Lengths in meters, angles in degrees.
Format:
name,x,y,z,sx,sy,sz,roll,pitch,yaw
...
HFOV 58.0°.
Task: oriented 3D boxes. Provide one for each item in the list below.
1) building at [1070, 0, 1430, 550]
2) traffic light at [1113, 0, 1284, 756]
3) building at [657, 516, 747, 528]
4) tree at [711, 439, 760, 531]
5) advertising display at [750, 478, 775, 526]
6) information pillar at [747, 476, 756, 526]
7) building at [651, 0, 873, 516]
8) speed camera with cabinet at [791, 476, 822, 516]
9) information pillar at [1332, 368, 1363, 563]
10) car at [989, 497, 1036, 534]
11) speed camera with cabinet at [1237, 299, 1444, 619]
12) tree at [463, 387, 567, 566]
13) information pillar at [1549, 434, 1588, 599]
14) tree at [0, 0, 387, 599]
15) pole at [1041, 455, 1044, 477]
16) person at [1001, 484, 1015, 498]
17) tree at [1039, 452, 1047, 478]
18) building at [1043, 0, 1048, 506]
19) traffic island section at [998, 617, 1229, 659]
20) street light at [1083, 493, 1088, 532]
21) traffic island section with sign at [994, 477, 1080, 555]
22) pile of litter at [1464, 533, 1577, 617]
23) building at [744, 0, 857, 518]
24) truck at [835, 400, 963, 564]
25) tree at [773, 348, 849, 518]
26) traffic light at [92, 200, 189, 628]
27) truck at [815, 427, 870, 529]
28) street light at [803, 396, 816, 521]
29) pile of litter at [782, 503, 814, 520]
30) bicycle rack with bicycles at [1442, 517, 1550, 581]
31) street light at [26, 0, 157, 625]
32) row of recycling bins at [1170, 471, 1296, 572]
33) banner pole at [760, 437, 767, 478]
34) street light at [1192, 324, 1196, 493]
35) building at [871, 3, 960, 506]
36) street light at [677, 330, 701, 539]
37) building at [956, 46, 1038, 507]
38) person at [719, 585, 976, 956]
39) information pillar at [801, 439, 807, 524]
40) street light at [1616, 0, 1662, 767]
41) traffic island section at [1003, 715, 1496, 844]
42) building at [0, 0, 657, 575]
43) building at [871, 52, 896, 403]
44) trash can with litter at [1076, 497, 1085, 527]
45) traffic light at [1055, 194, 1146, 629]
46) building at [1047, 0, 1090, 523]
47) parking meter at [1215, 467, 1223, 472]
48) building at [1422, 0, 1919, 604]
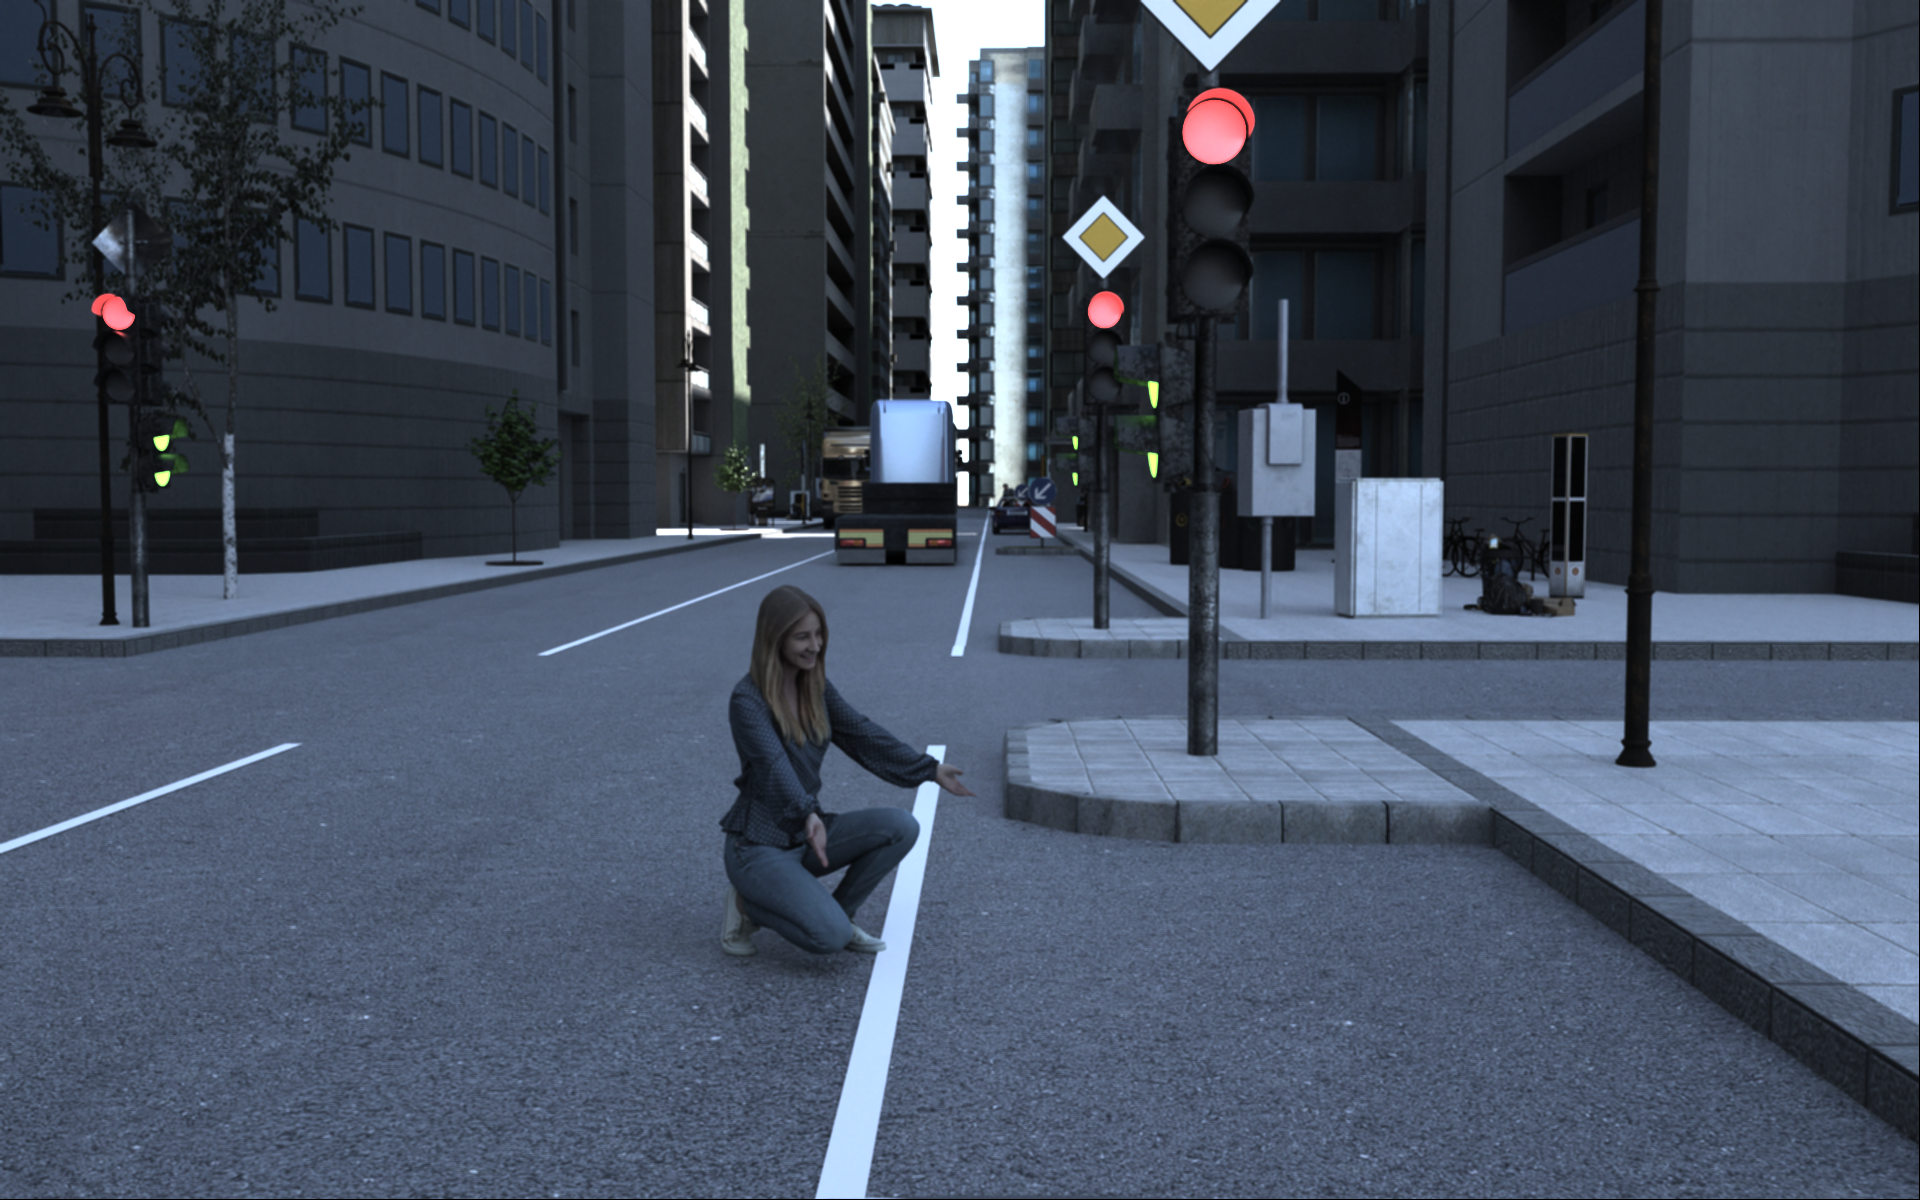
name,x,y,z,sx,sy,sz,roll,pitch,yaw
building,14.723,-26.387,51.028,23.786,49.044,30.456,0,4,1
traffic light,1.179,-1.194,8.435,0.839,4.253,0.868,0,4,1
building,-16.221,-23.472,67.363,14.154,41.232,14.086,0,4,1
tree,-7.745,-4.016,60.264,1.663,3.219,1.824,0,3,0
advertising display,-7.848,-3.892,68.843,0.974,1.923,0.123,0,4,7
information pillar,-8.477,-4.032,70.413,0.304,2.012,0.304,-1,4,-20
building,-13.528,-26.693,120.021,14.154,41.232,14.086,0,4,1
speed camera with cabinet,-7.902,-5.943,91.512,2.038,3.252,0.660,-1,4,-14
information pillar,7.222,-2.502,32.262,0.504,3.616,0.183,1,4,23
car,2.032,-3.076,62.875,1.945,1.354,3.894,0,4,0
speed camera with cabinet,3.948,-1.447,17.990,2.038,3.252,0.660,0,4,-7
tree,-7.966,-2.251,31.401,1.663,3.219,1.824,0,3,0
information pillar,7.466,-1.025,21.257,0.304,2.012,0.304,-1,4,-23
tree,-9.167,-4.317,20.944,4.360,8.622,3.978,0,3,0
pole,4.348,-5.946,91.058,0.158,3.312,0.155,0,3,0
person,1.958,-3.776,70.043,0.655,1.846,0.447,3,4,37
tree,6.016,-6.827,95.336,4.285,4.588,4.351,0,3,0
building,16.532,-35.632,124.581,21.231,58.520,28.212,0,4,1
traffic island section,1.371,0.352,16.532,2.009,0.180,2.903,0,4,1
street light,4.258,-5.243,58.516,0.468,5.910,1.993,0,4,1
traffic island section with sign,1.849,-2.006,41.422,1.989,1.847,2.006,0,4,1
pile of litter,6.114,-0.300,18.877,1.176,0.858,1.719,1,4,15
building,-17.618,-29.258,102.063,21.300,48.544,21.600,0,4,1
truck,-1.334,-3.297,43.663,2.967,4.110,18.799,0,4,0
tree,-7.658,-8.429,88.172,4.737,8.622,4.395,0,3,0
traffic light,-7.879,-1.692,16.578,0.839,4.253,0.868,0,4,1
truck,-4.460,-5.217,74.211,2.839,4.237,11.283,0,4,-1
street light,-7.077,-6.661,81.696,0.468,5.910,1.993,0,4,1
pile of litter,-8.093,-4.377,85.524,1.719,0.858,1.176,1,4,17
bicycle rack with bicycles,7.418,-0.789,26.283,2.852,0.926,2.925,-1,4,-17
street light,-8.352,-2.694,16.830,0.468,5.910,1.993,0,4,1
row of recycling bins,4.758,-1.420,30.331,1.069,1.692,3.534,-1,4,-20
banner pole,-8.611,-5.265,76.094,0.401,3.779,0.863,-2,4,-29
street light,3.585,-3.268,26.221,0.468,5.910,1.993,0,4,1
building,-14.061,-36.683,189.008,27.495,52.752,28.713,0,4,1
street light,-7.663,-4.665,49.064,0.468,5.910,1.993,0,4,1
building,14.857,-34.635,185.887,30.456,49.044,23.786,0,4,1
person,-0.361,0.526,5.402,0.738,1.151,1.012,3,4,38
information pillar,-6.652,-5.030,73.591,0.183,3.616,0.504,0,4,3
street light,3.204,-2.156,8.033,0.468,5.910,1.993,0,4,1
traffic island section,1.219,0.840,8.548,2.009,0.180,2.903,0,4,1
building,-20.094,-30.325,37.809,21.231,58.520,28.212,0,4,1
building,-17.901,-28.133,151.852,23.993,40.220,32.217,0,4,1
trash can with litter,4.924,-3.501,68.633,0.624,1.170,1.055,0,4,-2
traffic light,1.331,-1.682,16.419,0.839,4.253,0.868,0,4,1
building,11.115,-18.972,81.894,14.160,30.474,14.107,0,4,1
parking meter,5.346,-1.874,36.357,0.255,1.863,0.399,3,5,44
building,23.298,-29.521,24.662,28.212,58.520,21.231,0,4,1
